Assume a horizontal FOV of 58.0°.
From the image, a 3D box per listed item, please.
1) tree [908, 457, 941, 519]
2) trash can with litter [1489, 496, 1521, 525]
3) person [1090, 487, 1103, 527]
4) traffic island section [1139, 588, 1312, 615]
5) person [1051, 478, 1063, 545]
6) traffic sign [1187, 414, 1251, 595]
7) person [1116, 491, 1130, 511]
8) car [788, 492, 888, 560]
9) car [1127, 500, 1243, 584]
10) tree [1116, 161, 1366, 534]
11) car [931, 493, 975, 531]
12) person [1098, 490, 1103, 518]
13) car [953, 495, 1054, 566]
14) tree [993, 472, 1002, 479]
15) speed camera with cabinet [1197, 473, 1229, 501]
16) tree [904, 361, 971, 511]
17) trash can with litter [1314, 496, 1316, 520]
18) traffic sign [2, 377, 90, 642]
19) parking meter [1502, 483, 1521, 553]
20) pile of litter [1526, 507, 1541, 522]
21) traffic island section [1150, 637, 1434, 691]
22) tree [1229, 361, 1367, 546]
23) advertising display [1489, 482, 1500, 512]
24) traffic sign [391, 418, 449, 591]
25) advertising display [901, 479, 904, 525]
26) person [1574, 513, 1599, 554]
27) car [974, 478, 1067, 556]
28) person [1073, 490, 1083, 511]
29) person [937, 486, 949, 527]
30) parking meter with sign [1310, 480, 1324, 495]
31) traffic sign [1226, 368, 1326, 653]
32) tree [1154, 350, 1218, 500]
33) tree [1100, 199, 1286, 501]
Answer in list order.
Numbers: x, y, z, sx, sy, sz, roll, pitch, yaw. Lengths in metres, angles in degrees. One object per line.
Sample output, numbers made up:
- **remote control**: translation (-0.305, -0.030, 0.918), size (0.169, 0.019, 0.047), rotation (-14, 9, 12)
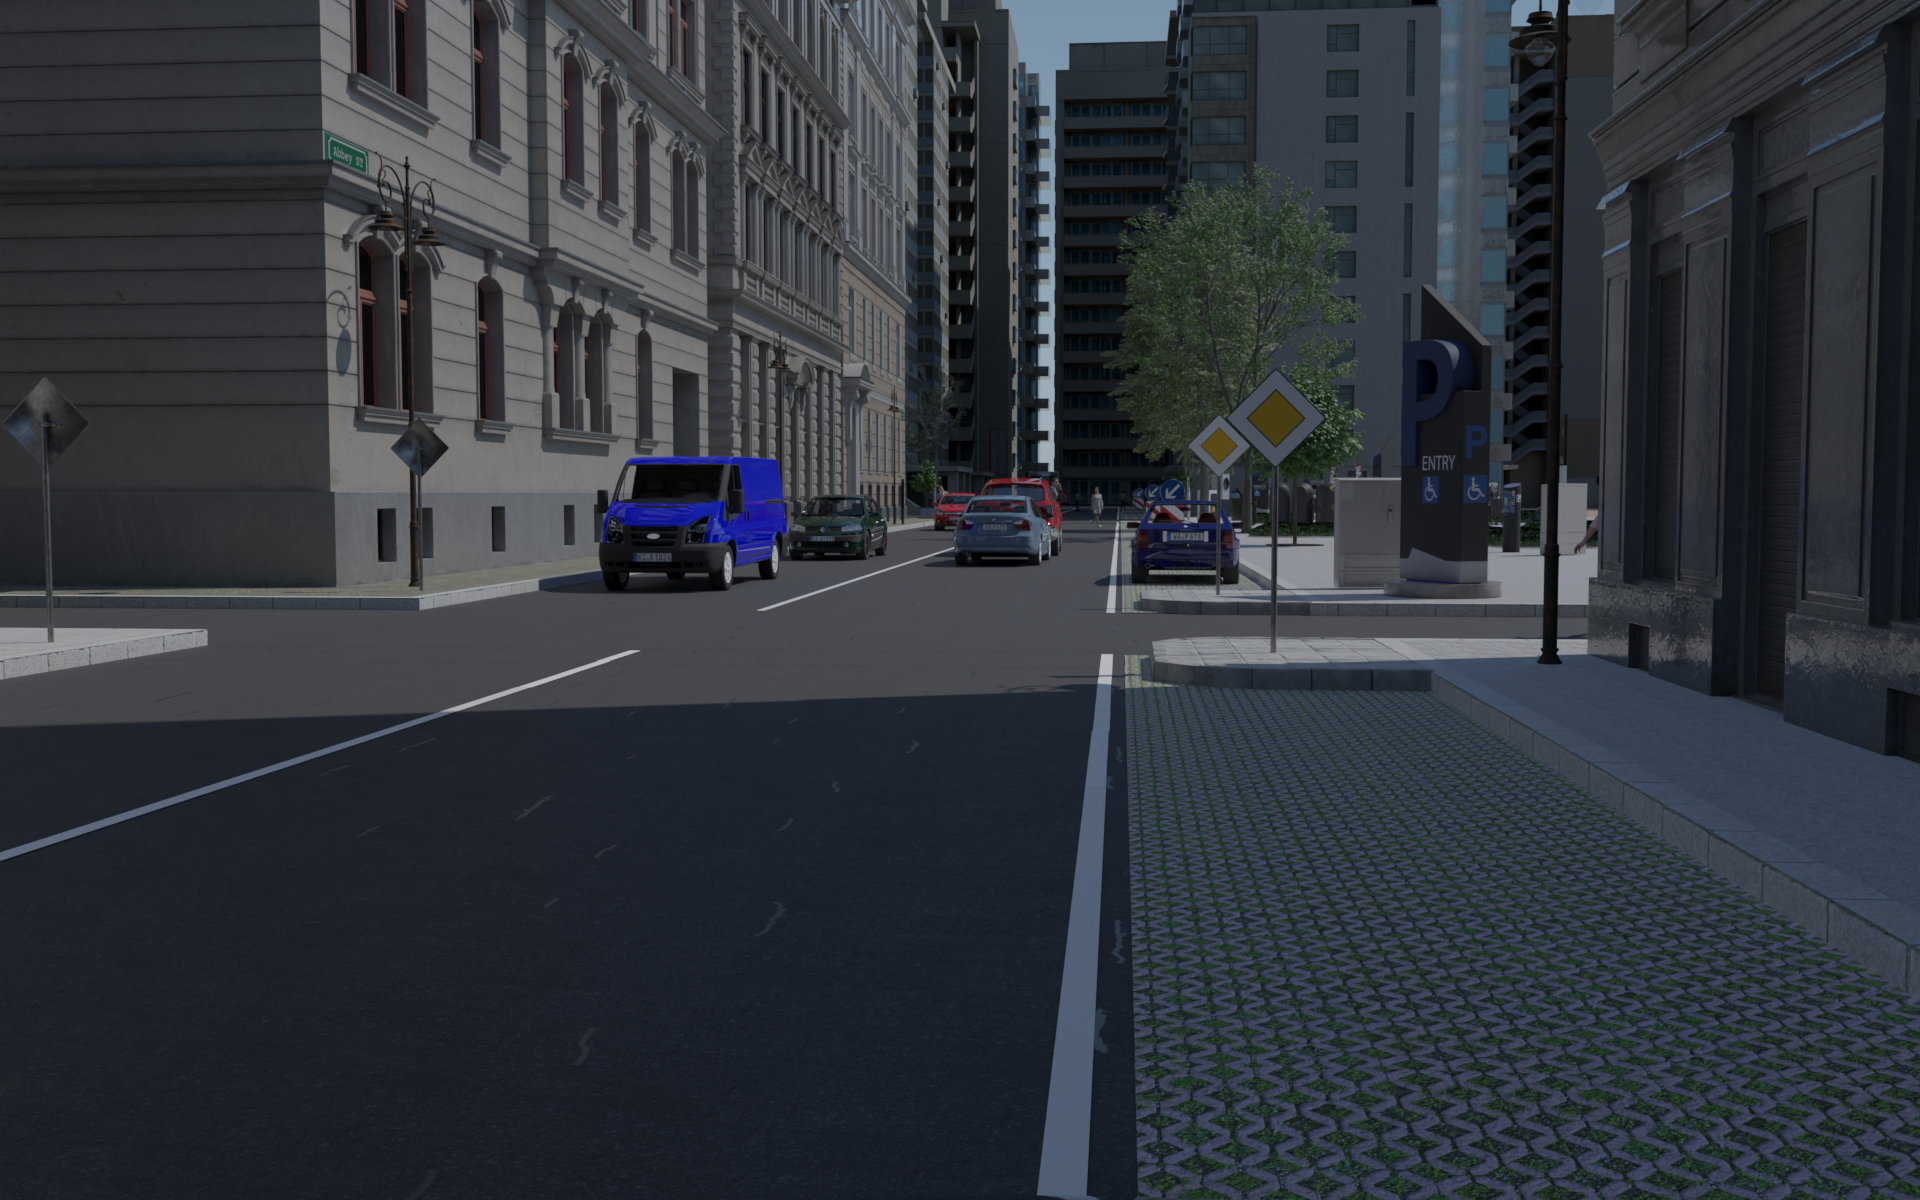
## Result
- **tree**: translation (-1.724, -5.885, 90.819), size (1.663, 3.219, 1.824), rotation (0, 3, 0)
- **trash can with litter**: translation (22.304, -3.668, 71.031), size (1.678, 1.210, 2.233), rotation (-3, 5, -45)
- **person**: translation (5.893, -4.030, 75.146), size (0.466, 1.731, 0.760), rotation (-3, 5, -43)
- **traffic island section**: translation (3.291, 0.019, 21.976), size (2.009, 0.180, 2.903), rotation (0, 4, 5)
- **person**: translation (2.712, -2.528, 49.188), size (0.474, 1.900, 0.648), rotation (0, 4, 6)
- **traffic sign**: translation (3.267, -1.117, 21.901), size (0.795, 2.450, 0.064), rotation (0, 4, 5)
- **person**: translation (13.980, -8.522, 148.538), size (1.217, 1.736, 0.721), rotation (1, 4, 9)
- **car**: translation (-2.716, -1.786, 38.993), size (2.009, 1.686, 4.222), rotation (0, 4, 6)
- **car**: translation (3.743, -0.995, 28.851), size (1.945, 1.354, 3.894), rotation (0, 4, 7)
- **tree**: translation (9.155, -7.952, 55.778), size (9.928, 11.665, 9.643), rotation (0, 3, 0)
- **car**: translation (-0.034, -3.654, 68.789), size (2.155, 1.783, 4.494), rotation (0, 4, 3)
- **person**: translation (8.406, -5.849, 105.058), size (0.541, 1.710, 0.530), rotation (-1, 4, -18)
- **car**: translation (0.918, -1.474, 36.105), size (2.014, 1.417, 4.499), rotation (0, 4, 7)
- **tree**: translation (2.935, -9.543, 150.630), size (1.663, 3.219, 1.824), rotation (0, 3, 0)
- **speed camera with cabinet**: translation (10.941, -4.915, 74.702), size (0.660, 3.252, 2.038), rotation (2, 4, 34)
- **tree**: translation (-1.605, -8.852, 95.093), size (4.360, 8.622, 3.978), rotation (0, 3, 0)
- **trash can with litter**: translation (18.048, -4.543, 85.334), size (2.233, 1.210, 1.678), rotation (-1, 4, -21)
- **traffic sign**: translation (-7.866, -0.690, 14.928), size (0.795, 2.450, 0.064), rotation (0, 4, 5)
- **parking meter**: translation (12.128, -1.814, 38.074), size (0.372, 1.533, 0.369), rotation (0, 3, 0)
- **pile of litter**: translation (20.968, -2.936, 61.963), size (1.719, 0.858, 1.176), rotation (0, 4, 3)
- **traffic island section**: translation (2.556, 0.505, 14.025), size (2.009, 0.180, 2.903), rotation (0, 4, 5)
- **tree**: translation (8.305, -3.630, 43.072), size (4.285, 4.588, 4.351), rotation (0, 3, 0)
- **advertising display**: translation (27.716, -5.217, 90.513), size (0.123, 1.923, 0.974), rotation (-3, 5, -43)
- **traffic sign**: translation (-7.131, -1.177, 22.879), size (0.795, 2.450, 0.064), rotation (0, 4, 5)
- **advertising display**: translation (-2.426, -4.169, 73.385), size (0.123, 1.923, 0.974), rotation (0, 4, -3)
- **person**: translation (6.551, -0.508, 17.473), size (0.731, 1.740, 0.598), rotation (0, 4, -6)
- **car**: translation (1.419, -2.022, 41.740), size (2.281, 1.827, 5.304), rotation (0, 4, 4)
- **person**: translation (9.827, -8.248, 144.071), size (0.721, 1.736, 1.217), rotation (-3, 5, -39)
- **person**: translation (-0.713, -4.152, 76.566), size (0.592, 1.802, 0.473), rotation (0, 4, 2)
- **parking meter with sign**: translation (19.694, -6.078, 95.632), size (1.738, 3.016, 0.543), rotation (2, 4, 28)
- **traffic sign**: translation (2.532, -0.630, 13.950), size (0.795, 2.450, 0.064), rotation (0, 4, 5)
- **tree**: translation (11.366, -8.281, 85.764), size (4.737, 8.622, 4.395), rotation (0, 3, 0)
- **tree**: translation (9.182, -9.133, 67.454), size (7.486, 12.596, 7.792), rotation (0, 3, 0)
